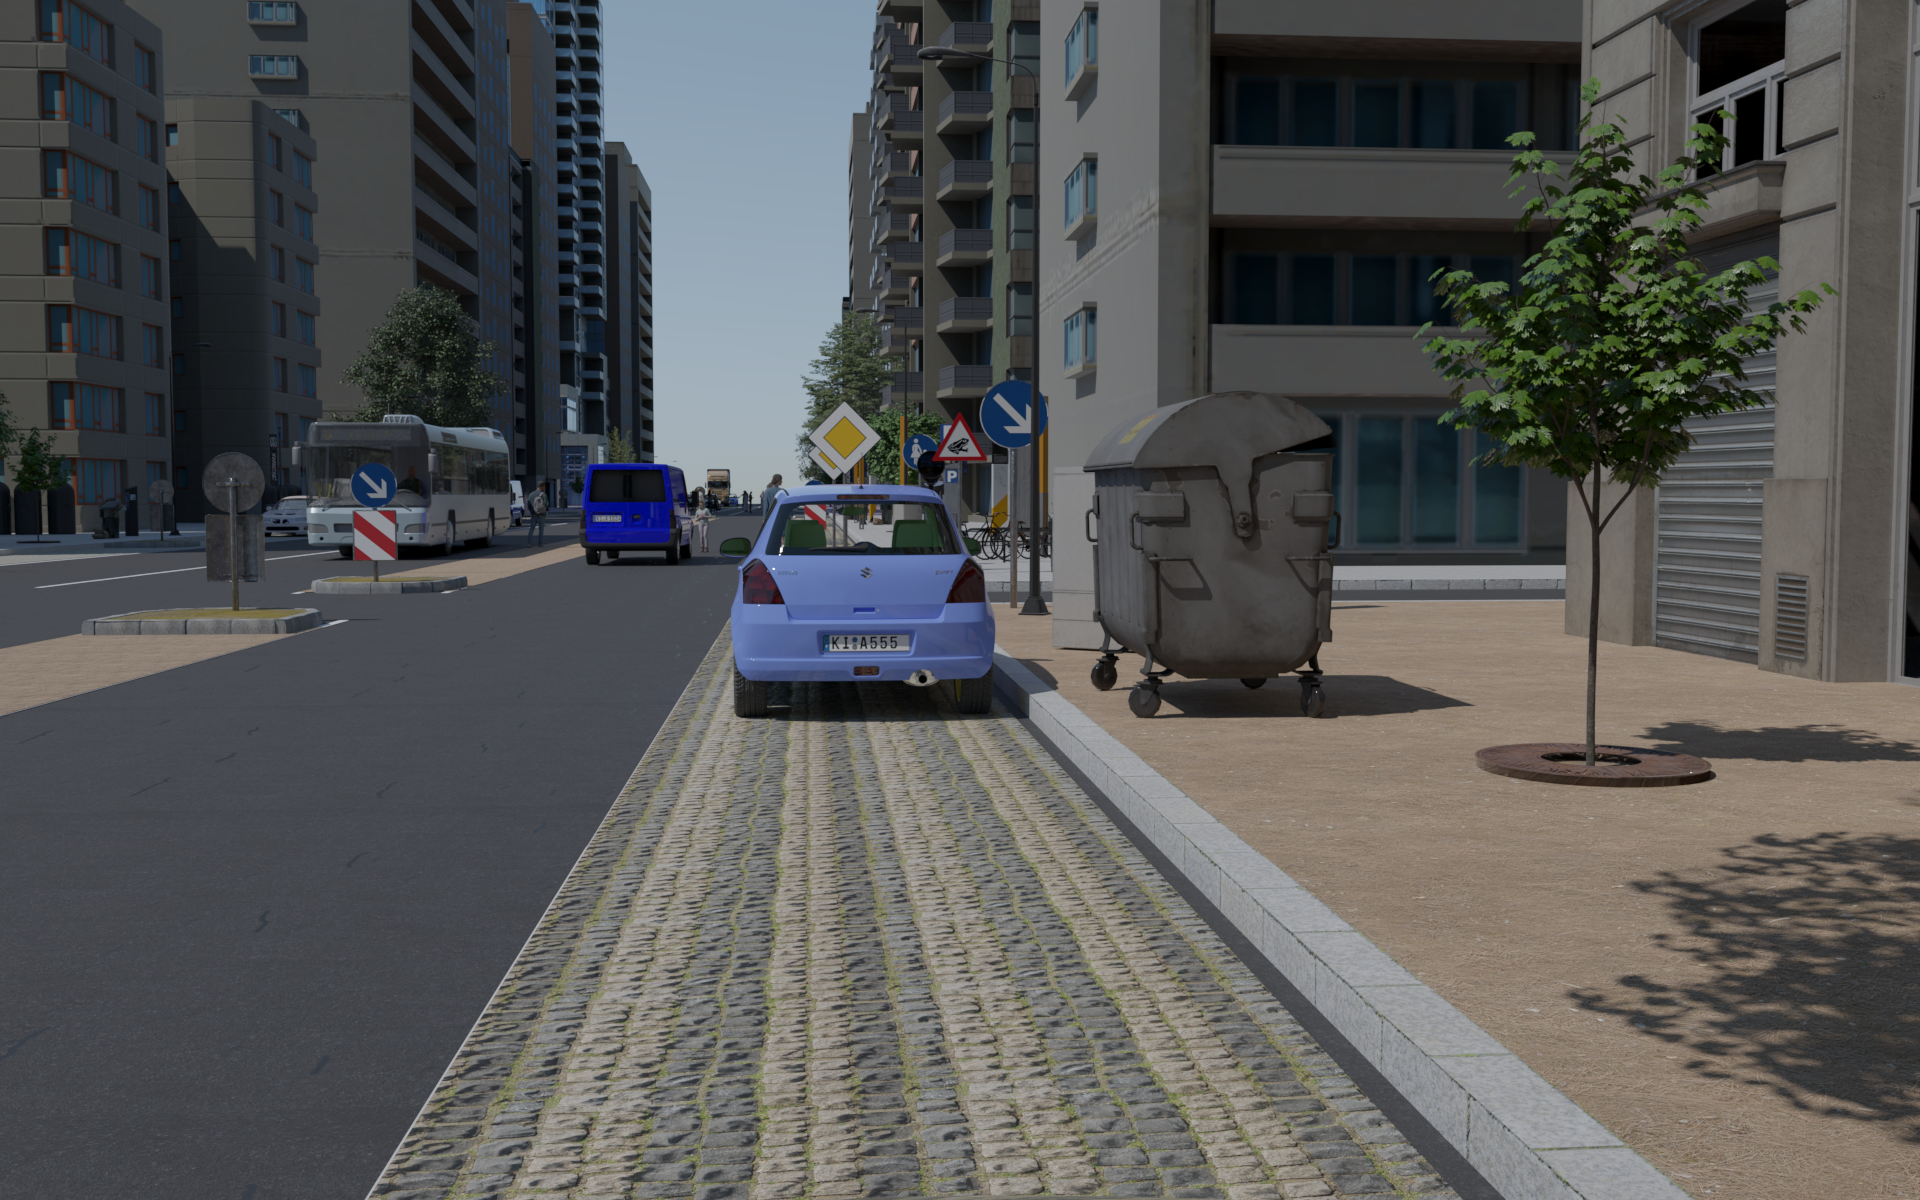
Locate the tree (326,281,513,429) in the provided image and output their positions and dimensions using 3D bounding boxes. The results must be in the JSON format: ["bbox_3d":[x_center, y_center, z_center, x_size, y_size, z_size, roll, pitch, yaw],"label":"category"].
[{"bbox_3d":[-28.769,-10.782,93.292,9.611,12.733,9.660,0,3,0],"label":"tree"}]

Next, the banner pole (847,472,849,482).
[{"bbox_3d":[-5.708,-6.154,90.627,0.863,3.779,0.401,-1,4,-18],"label":"banner pole"}]

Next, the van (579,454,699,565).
[{"bbox_3d":[-6.779,-1.982,36.787,2.240,2.365,5.245,0,4,-5],"label":"van"}]

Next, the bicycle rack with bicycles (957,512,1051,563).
[{"bbox_3d":[1.072,-1.233,33.547,2.925,0.926,2.852,-1,4,-23],"label":"bicycle rack with bicycles"}]

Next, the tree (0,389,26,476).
[{"bbox_3d":[-23.582,-3.471,40.459,4.285,4.588,4.351,0,3,0],"label":"tree"}]

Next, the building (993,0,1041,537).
[{"bbox_3d":[7.869,-17.510,57.991,14.160,30.474,14.107,0,4,-5],"label":"building"}]

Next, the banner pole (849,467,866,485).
[{"bbox_3d":[-5.093,-6.023,88.490,0.863,3.779,0.401,0,4,2],"label":"banner pole"}]

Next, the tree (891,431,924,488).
[{"bbox_3d":[-1.598,-3.614,53.686,1.663,3.219,1.824,0,3,0],"label":"tree"}]

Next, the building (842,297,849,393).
[{"bbox_3d":[-10.265,-29.457,253.329,14.160,30.474,14.107,0,4,-5],"label":"building"}]

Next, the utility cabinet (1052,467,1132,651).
[{"bbox_3d":[1.344,-0.331,14.083,1.173,1.500,0.318,2,4,31],"label":"utility cabinet"}]

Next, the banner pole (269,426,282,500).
[{"bbox_3d":[-25.116,-4.505,63.676,0.401,3.779,0.863,1,4,13],"label":"banner pole"}]

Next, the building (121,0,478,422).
[{"bbox_3d":[-43.016,-29.659,108.628,21.300,48.544,21.600,0,4,-5],"label":"building"}]

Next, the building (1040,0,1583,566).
[{"bbox_3d":[12.867,-25.432,39.513,21.600,48.544,21.300,0,4,-5],"label":"building"}]

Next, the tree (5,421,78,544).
[{"bbox_3d":[-24.186,-3.093,45.168,1.663,3.219,1.824,0,3,0],"label":"tree"}]

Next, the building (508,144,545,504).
[{"bbox_3d":[-42.476,-22.668,142.320,14.160,30.474,14.107,0,4,-5],"label":"building"}]

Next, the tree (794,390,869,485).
[{"bbox_3d":[-13.640,-16.756,190.964,9.611,12.733,9.660,0,3,0],"label":"tree"}]

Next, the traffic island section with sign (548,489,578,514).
[{"bbox_3d":[-28.488,-7.082,124.415,1.989,1.847,2.006,0,4,-5],"label":"traffic island section with sign"}]

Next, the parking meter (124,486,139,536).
[{"bbox_3d":[-25.231,-2.711,52.732,0.372,1.533,0.369,0,3,0],"label":"parking meter"}]

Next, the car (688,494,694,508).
[{"bbox_3d":[-24.560,-9.093,160.465,2.131,1.459,4.920,0,4,-6],"label":"car"}]

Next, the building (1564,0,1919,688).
[{"bbox_3d":[14.021,-10.298,1.659,16.112,22.955,30.059,0,4,-5],"label":"building"}]

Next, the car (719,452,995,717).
[{"bbox_3d":[-0.764,-0.175,12.454,1.945,1.707,3.694,0,4,-6],"label":"car"}]

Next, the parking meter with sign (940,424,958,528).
[{"bbox_3d":[-0.221,-2.823,42.416,0.543,3.016,1.738,0,3,0],"label":"parking meter with sign"}]

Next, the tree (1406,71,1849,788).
[{"bbox_3d":[2.926,-0.826,8.112,1.663,3.219,1.824,0,3,0],"label":"tree"}]

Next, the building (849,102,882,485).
[{"bbox_3d":[-2.615,-35.952,211.516,21.300,48.544,21.600,0,4,-5],"label":"building"}]

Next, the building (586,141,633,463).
[{"bbox_3d":[-49.907,-34.999,222.348,14.600,45.320,14.200,0,4,-5],"label":"building"}]

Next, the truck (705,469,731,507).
[{"bbox_3d":[-27.179,-12.610,195.083,2.839,4.237,11.283,0,4,-7],"label":"truck"}]

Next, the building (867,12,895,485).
[{"bbox_3d":[3.083,-33.053,160.022,23.786,49.044,30.456,0,4,-5],"label":"building"}]

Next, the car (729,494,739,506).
[{"bbox_3d":[-27.807,-12.298,210.661,1.945,1.707,3.694,0,4,-7],"label":"car"}]

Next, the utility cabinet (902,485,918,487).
[{"bbox_3d":[-1.283,-2.036,41.970,0.318,1.500,1.173,1,4,20],"label":"utility cabinet"}]

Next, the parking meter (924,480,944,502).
[{"bbox_3d":[-0.469,-1.401,31.325,0.372,1.533,0.369,0,3,0],"label":"parking meter"}]

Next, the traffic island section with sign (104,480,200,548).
[{"bbox_3d":[-21.649,-2.323,46.604,1.989,1.847,2.006,0,4,-5],"label":"traffic island section with sign"}]

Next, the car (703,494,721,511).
[{"bbox_3d":[-21.777,-8.620,150.727,2.009,1.686,4.222,0,4,-4],"label":"car"}]

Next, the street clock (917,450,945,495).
[{"bbox_3d":[-0.483,-1.484,28.836,0.471,2.002,0.358,0,4,-2],"label":"street clock"}]

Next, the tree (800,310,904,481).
[{"bbox_3d":[-6.443,-11.582,107.487,7.486,12.596,7.792,0,3,0],"label":"tree"}]

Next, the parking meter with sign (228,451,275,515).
[{"bbox_3d":[-28.828,-4.543,70.537,1.738,3.016,0.543,-2,4,-28],"label":"parking meter with sign"}]

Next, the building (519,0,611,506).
[{"bbox_3d":[-51.448,-54.168,198.311,22.319,86.520,31.000,0,4,-5],"label":"building"}]

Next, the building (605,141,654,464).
[{"bbox_3d":[-54.366,-37.730,240.593,21.300,48.544,21.600,0,4,-5],"label":"building"}]

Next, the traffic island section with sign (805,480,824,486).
[{"bbox_3d":[-4.230,-2.482,49.211,1.989,1.847,2.006,0,4,-5],"label":"traffic island section with sign"}]

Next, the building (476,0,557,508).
[{"bbox_3d":[-44.222,-30.945,156.065,14.600,45.320,14.200,0,4,-5],"label":"building"}]

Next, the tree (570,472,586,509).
[{"bbox_3d":[-33.237,-9.542,150.617,1.663,3.219,1.824,0,3,0],"label":"tree"}]

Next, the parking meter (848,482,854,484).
[{"bbox_3d":[-5.390,-4.896,85.754,0.255,1.863,0.399,-2,4,-28],"label":"parking meter"}]

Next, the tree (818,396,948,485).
[{"bbox_3d":[-1.833,-4.562,58.306,4.285,4.588,4.351,0,3,0],"label":"tree"}]

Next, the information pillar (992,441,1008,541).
[{"bbox_3d":[1.089,-3.459,47.912,0.504,3.616,0.183,-2,4,-29],"label":"information pillar"}]

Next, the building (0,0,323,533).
[{"bbox_3d":[-43.965,-13.733,69.568,27.650,21.520,28.899,0,4,-5],"label":"building"}]

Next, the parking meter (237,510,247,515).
[{"bbox_3d":[-28.388,-3.834,68.404,0.255,1.863,0.399,1,4,10],"label":"parking meter"}]

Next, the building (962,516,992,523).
[{"bbox_3d":[7.201,-26.498,87.864,22.147,44.769,28.867,0,4,-5],"label":"building"}]

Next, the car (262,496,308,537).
[{"bbox_3d":[-22.526,-2.873,59.341,2.083,1.381,4.827,0,4,-5],"label":"car"}]

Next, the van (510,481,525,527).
[{"bbox_3d":[-20.496,-4.399,76.301,2.240,2.365,5.245,0,4,-7],"label":"van"}]

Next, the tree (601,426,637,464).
[{"bbox_3d":[-36.688,-14.502,187.462,4.737,8.622,4.395,0,3,0],"label":"tree"}]

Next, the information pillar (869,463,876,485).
[{"bbox_3d":[-3.920,-5.278,77.654,0.183,3.616,0.504,2,4,30],"label":"information pillar"}]
